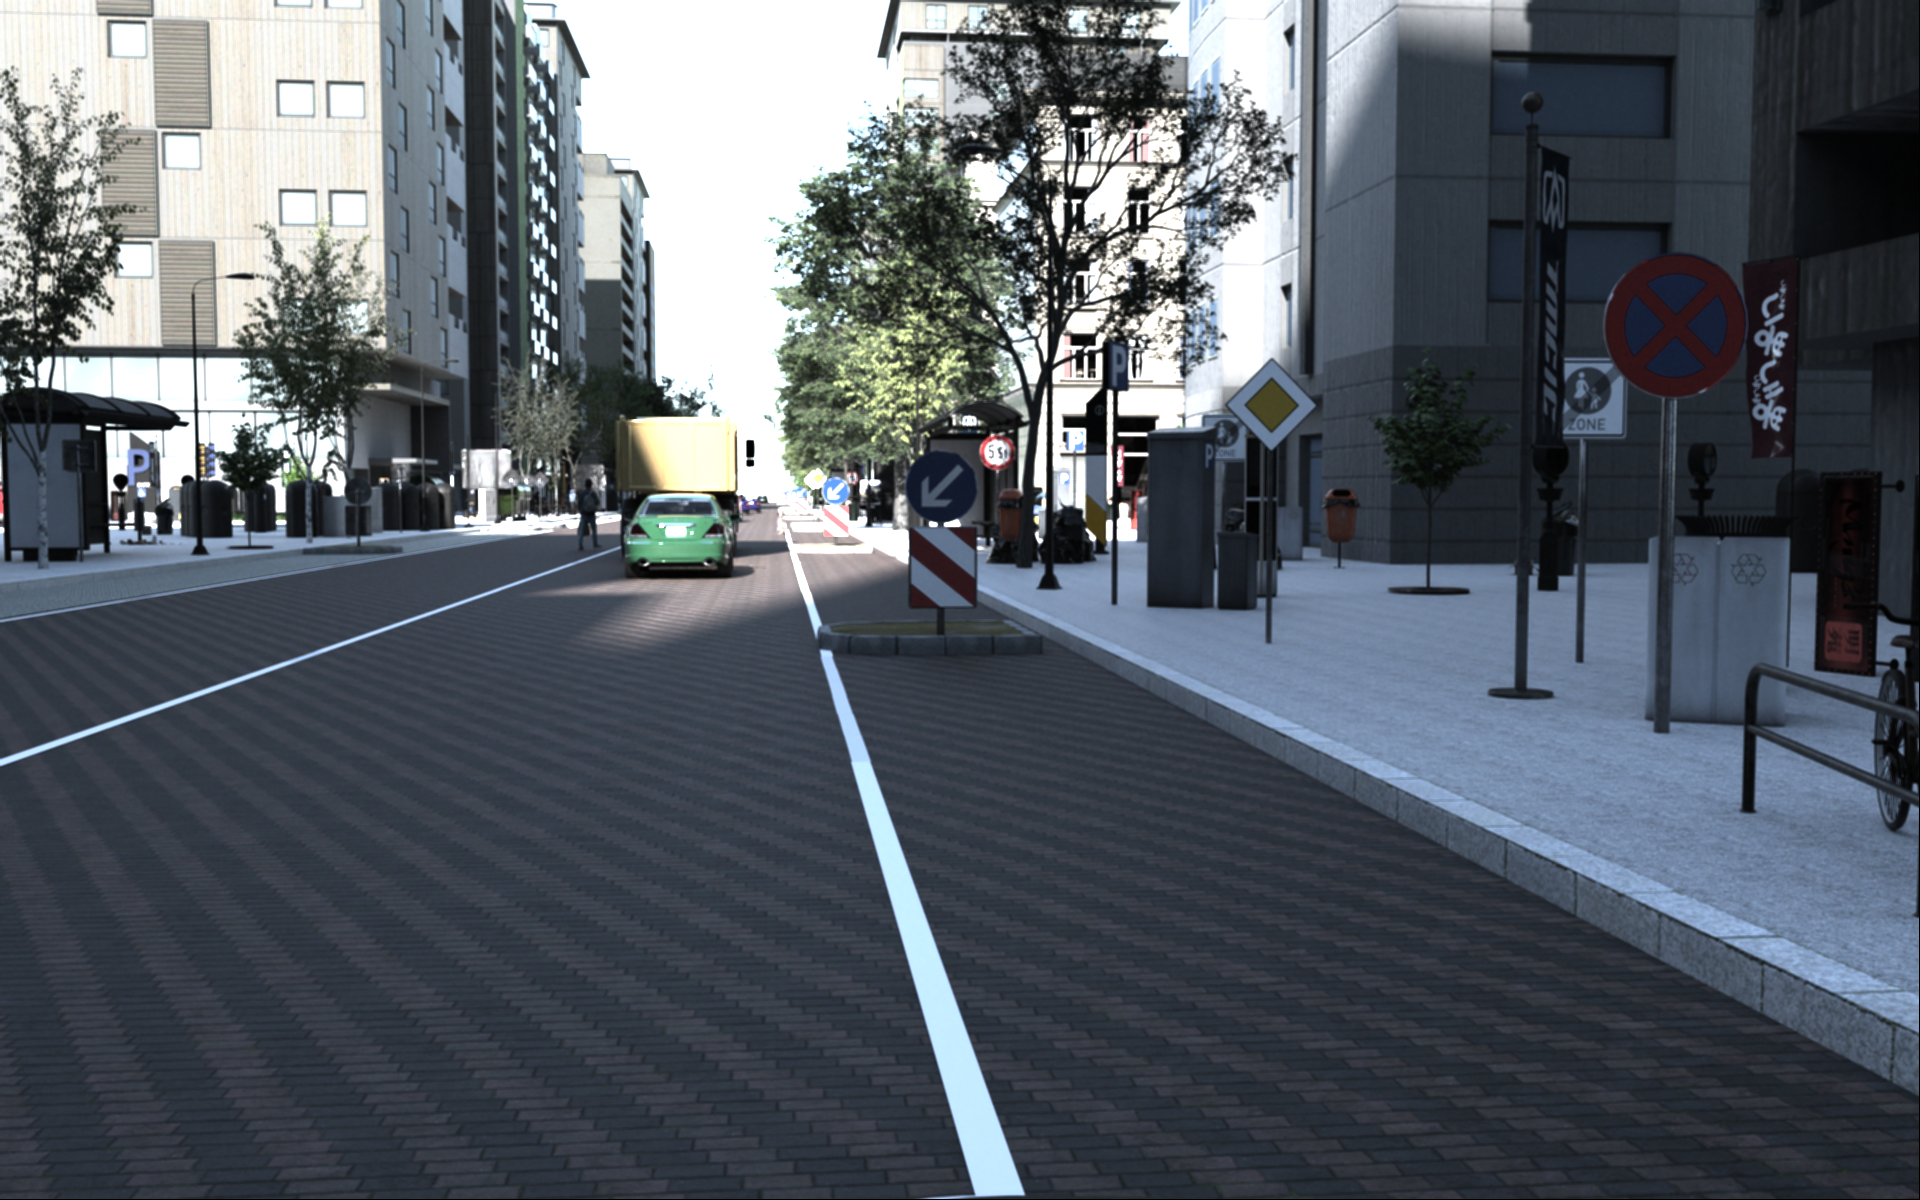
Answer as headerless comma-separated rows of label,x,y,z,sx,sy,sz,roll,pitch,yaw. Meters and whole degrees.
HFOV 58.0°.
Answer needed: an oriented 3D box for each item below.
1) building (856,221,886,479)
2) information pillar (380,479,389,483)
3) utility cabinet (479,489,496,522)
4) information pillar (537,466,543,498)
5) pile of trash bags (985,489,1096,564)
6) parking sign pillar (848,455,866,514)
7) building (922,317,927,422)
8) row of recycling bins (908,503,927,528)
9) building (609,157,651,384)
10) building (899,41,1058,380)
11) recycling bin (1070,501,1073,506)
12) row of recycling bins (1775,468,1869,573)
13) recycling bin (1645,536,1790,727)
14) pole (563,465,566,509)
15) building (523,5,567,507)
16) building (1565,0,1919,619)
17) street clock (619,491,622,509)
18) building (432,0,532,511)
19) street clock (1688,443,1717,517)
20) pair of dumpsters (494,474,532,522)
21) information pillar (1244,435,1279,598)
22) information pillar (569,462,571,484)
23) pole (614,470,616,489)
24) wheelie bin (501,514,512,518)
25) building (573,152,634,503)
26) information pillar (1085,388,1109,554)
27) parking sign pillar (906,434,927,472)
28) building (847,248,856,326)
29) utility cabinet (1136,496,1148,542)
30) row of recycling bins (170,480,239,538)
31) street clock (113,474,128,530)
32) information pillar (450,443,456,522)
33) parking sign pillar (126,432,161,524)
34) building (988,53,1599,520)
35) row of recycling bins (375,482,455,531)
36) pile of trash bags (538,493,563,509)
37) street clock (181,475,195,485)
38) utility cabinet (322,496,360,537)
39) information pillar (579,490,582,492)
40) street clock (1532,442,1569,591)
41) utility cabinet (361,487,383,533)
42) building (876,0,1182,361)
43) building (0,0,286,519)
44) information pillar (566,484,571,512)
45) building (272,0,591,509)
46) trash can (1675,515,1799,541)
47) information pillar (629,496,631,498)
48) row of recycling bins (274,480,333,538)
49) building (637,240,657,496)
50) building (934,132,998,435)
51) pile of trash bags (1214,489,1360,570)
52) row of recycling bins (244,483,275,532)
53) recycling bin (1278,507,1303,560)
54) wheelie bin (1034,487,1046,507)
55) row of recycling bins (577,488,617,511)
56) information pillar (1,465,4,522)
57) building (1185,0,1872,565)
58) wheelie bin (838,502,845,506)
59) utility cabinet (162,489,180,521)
building,-8.465,-35.139,258.120,14.154,41.232,14.086,0,4,-6
information pillar,-27.185,-4.731,81.837,0.304,2.012,0.304,-3,5,-45
utility cabinet,-21.112,-4.210,77.510,0.318,1.500,1.173,1,4,11
information pillar,-34.189,-9.158,141.088,0.504,3.616,0.183,-1,4,-19
pile of trash bags,1.354,-1.364,32.058,1.912,1.369,3.447,1,4,17
parking sign pillar,-6.672,-7.475,110.687,1.447,3.967,1.447,3,5,44
building,2.072,-16.971,142.107,10.561,19.102,19.286,0,4,-6
row of recycling bins,-0.809,-2.546,48.741,1.069,1.692,3.534,1,4,10
building,-63.774,-41.803,272.720,28.713,52.752,27.495,0,4,-6
building,1.270,-29.193,160.899,14.154,41.232,14.086,0,4,-6
recycling bin,3.884,-3.280,66.176,0.722,1.027,0.722,1,4,18
row of recycling bins,15.014,-1.265,27.798,3.534,1.692,1.069,2,4,30
recycling bin,4.357,0.159,9.958,0.722,1.027,0.722,2,4,25
pole,-27.535,-7.750,120.560,0.158,3.312,0.155,0,3,0
building,-50.078,-33.162,161.803,23.786,49.044,30.456,0,4,-6
building,15.270,-14.894,15.225,14.160,30.474,14.107,0,4,-6
street clock,-28.756,-8.709,146.962,0.471,2.002,0.358,-1,4,-12
building,-41.020,-27.419,131.895,14.154,41.232,14.086,0,4,-6
street clock,10.527,-1.225,24.604,0.358,2.002,0.471,3,5,45
pair of dumpsters,-21.443,-4.886,82.384,1.574,2.255,4.437,0,4,-6
information pillar,3.745,-1.043,21.541,0.304,2.012,0.304,-3,4,-38
information pillar,-28.224,-8.250,126.248,0.504,3.616,0.183,-2,4,-32
pole,-29.032,-9.285,145.653,0.158,3.312,0.155,0,3,0
wheelie bin,-24.689,-5.266,94.013,0.693,1.594,0.980,-1,4,-22
building,-58.315,-38.182,247.984,21.300,48.544,21.600,0,4,-6
information pillar,2.926,-2.792,37.008,0.504,3.616,0.183,2,4,28
parking sign pillar,-1.583,-4.801,66.965,1.447,3.967,1.447,1,4,15
building,-7.903,-41.352,295.709,23.786,49.044,30.456,0,4,-6
utility cabinet,4.894,-2.160,46.470,0.306,1.237,1.020,1,4,9
row of recycling bins,-22.769,-2.755,52.163,1.069,1.692,3.534,-2,4,-35
street clock,-29.805,-3.484,61.542,0.471,2.002,0.358,-2,4,-33
information pillar,-23.082,-5.345,78.751,0.183,3.616,0.504,-1,4,-12
parking sign pillar,-35.275,-5.283,74.845,1.447,3.967,1.447,0,4,6
building,17.026,-15.895,93.161,30.059,22.955,16.112,0,4,-6
row of recycling bins,-19.476,-3.360,62.050,1.069,1.692,3.534,2,4,28
pile of trash bags,-31.353,-7.398,130.717,3.447,1.369,1.912,0,4,2
street clock,-29.181,-3.726,65.495,0.471,2.002,0.358,-1,4,-23
utility cabinet,-18.547,-2.486,51.810,1.020,1.237,0.306,1,4,20
information pillar,-32.592,-8.800,148.371,0.304,2.012,0.304,3,4,37
street clock,7.816,-1.125,22.966,0.471,2.002,0.358,-2,4,-33
utility cabinet,-19.575,-2.950,56.915,1.173,1.500,0.318,1,4,16
building,6.410,-36.252,181.966,28.713,52.752,27.495,0,4,-6
building,-43.801,-31.130,98.215,28.713,52.752,27.495,0,4,-6
information pillar,-27.970,-7.285,123.599,0.304,2.012,0.304,-2,4,-33
building,-56.112,-36.786,190.682,28.713,52.752,27.495,0,4,-6
trash can,5.105,0.014,11.431,0.748,1.137,0.748,0,3,0
information pillar,-27.848,-9.499,146.655,0.183,3.616,0.504,-3,5,-43
row of recycling bins,-19.864,-2.794,52.798,1.069,1.692,3.534,-1,4,-10
building,-59.016,-39.405,294.382,14.600,45.320,14.200,0,4,-6
building,5.492,-20.385,120.682,14.401,28.519,23.554,0,4,-6
pile of trash bags,5.164,-1.241,30.042,3.447,1.369,1.912,1,4,10
row of recycling bins,-24.479,-3.272,60.607,1.069,1.692,3.534,-1,4,-20
recycling bin,6.298,-1.303,33.855,0.722,1.027,0.722,0,4,4
wheelie bin,3.404,-4.252,77.435,0.980,1.594,0.693,0,4,5
row of recycling bins,-27.097,-7.390,127.947,3.534,1.692,1.069,0,4,-5
information pillar,-23.724,-2.375,43.327,0.304,2.012,0.304,3,4,38
building,16.763,-30.749,44.753,21.231,58.520,28.212,0,4,-6
wheelie bin,-6.419,-5.320,94.896,0.693,1.594,0.980,0,4,-3
utility cabinet,-36.355,-4.358,79.931,0.318,1.500,1.173,0,4,5
